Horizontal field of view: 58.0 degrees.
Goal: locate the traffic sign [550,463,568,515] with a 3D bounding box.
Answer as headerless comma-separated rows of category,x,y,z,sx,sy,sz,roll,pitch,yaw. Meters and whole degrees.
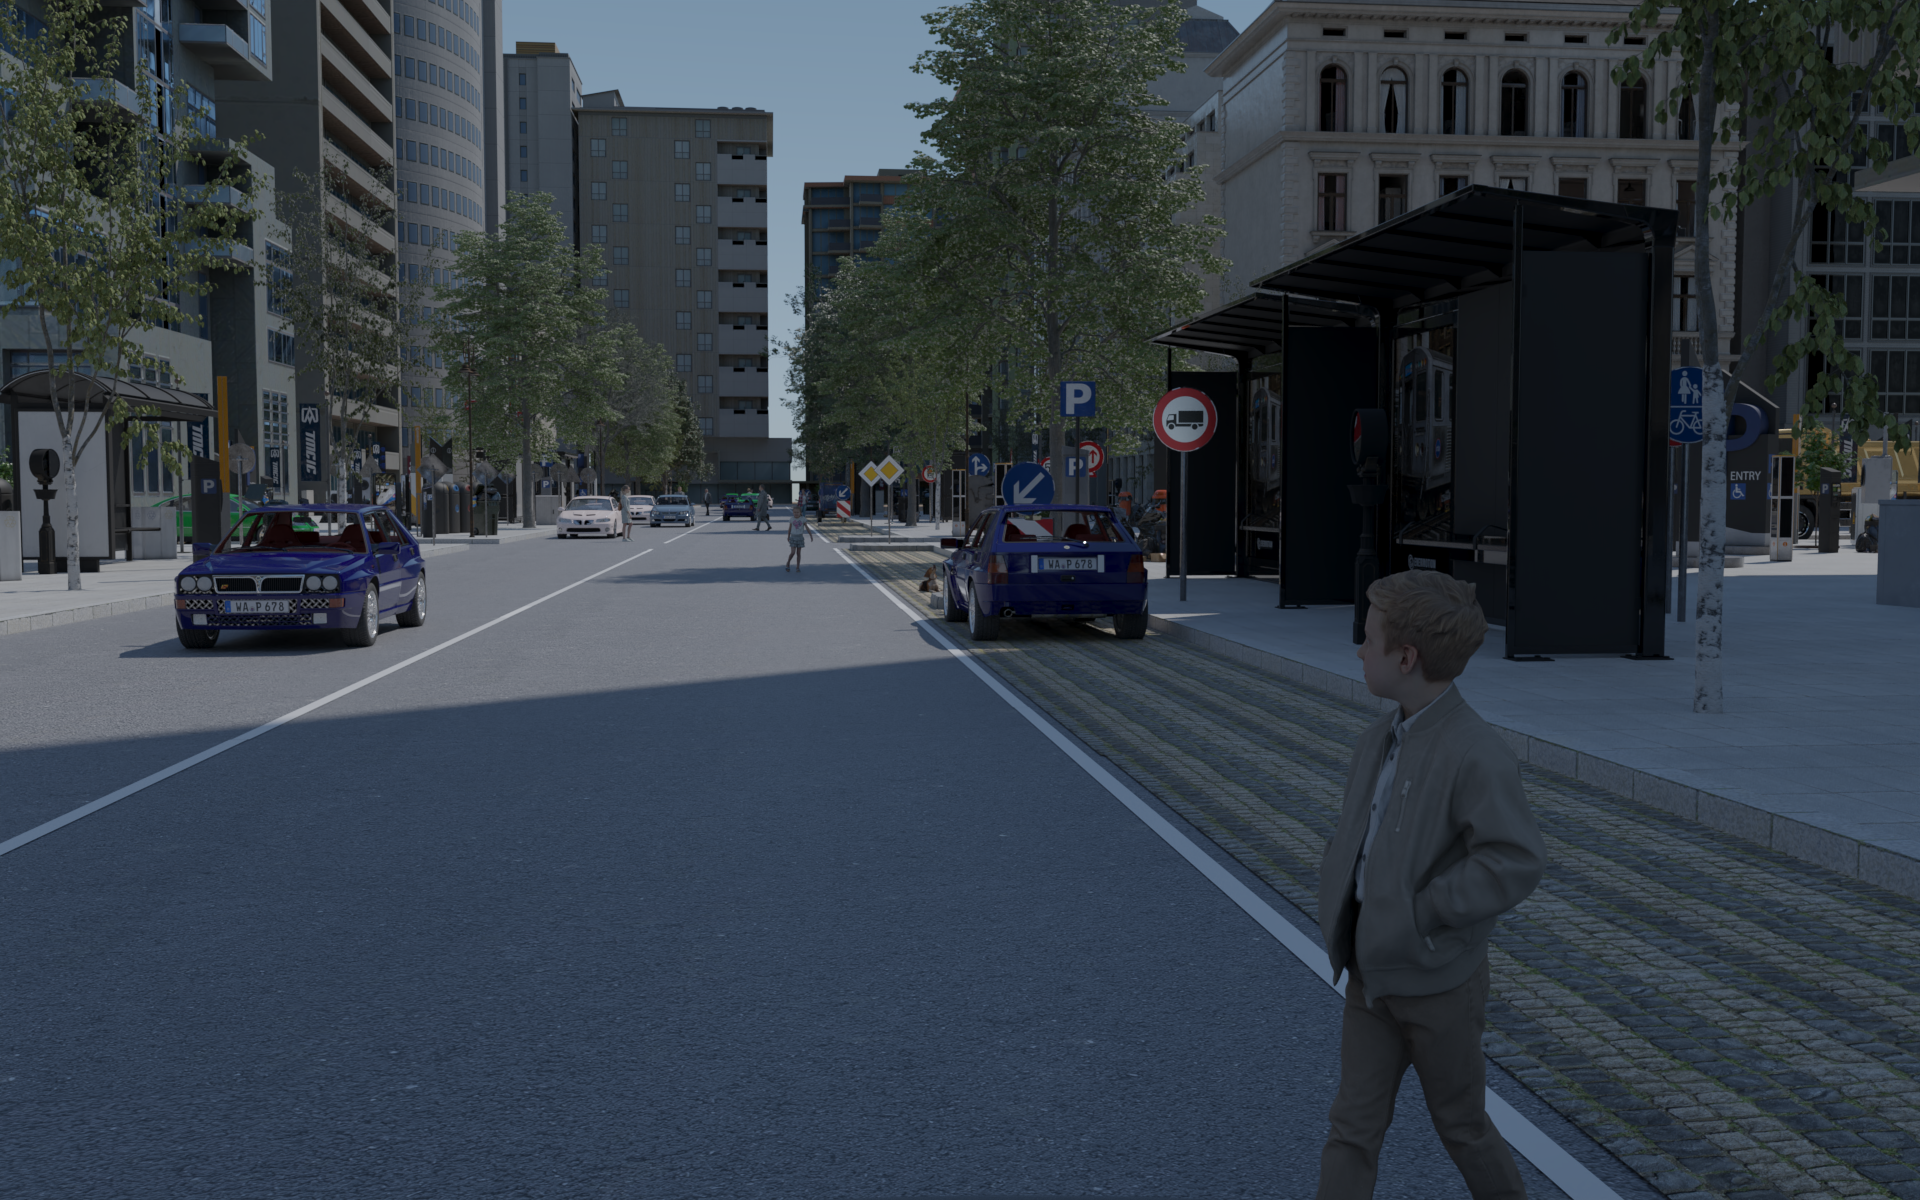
traffic sign,-16.414,-4.332,70.935,0.768,2.556,0.104,0,4,3

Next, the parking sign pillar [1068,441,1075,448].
parking sign pillar,5.702,-6.027,87.012,1.447,3.967,1.447,-2,4,-28

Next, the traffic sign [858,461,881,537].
traffic sign,-2.672,-2.969,52.185,0.795,2.450,0.064,0,4,-6

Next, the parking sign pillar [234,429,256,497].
parking sign pillar,-29.673,-5.107,71.978,1.447,3.967,1.447,0,4,-4

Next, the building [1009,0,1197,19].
building,10.670,-27.912,139.954,14.154,41.232,14.086,0,4,-6

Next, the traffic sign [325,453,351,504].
traffic sign,-18.660,-3.173,51.988,0.768,2.556,0.104,0,4,0

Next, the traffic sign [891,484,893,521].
traffic sign,-3.198,-4.996,81.783,0.768,2.556,0.104,0,4,1

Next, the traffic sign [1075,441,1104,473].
traffic sign,3.063,-2.534,41.538,0.768,2.556,0.104,0,4,-3

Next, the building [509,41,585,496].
building,-64.160,-41.985,228.458,28.212,58.520,21.231,0,4,-6

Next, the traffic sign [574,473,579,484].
traffic sign,-19.894,-5.550,90.749,0.884,2.594,0.081,0,4,3

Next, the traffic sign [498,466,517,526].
traffic sign,-18.354,-4.223,70.235,0.795,2.450,0.064,0,4,-5

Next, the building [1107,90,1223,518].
building,14.441,-14.450,91.003,10.420,20.320,16.860,0,4,-6

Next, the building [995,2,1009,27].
building,16.135,-48.843,236.829,20.611,71.187,20.563,0,4,-6

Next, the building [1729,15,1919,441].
building,46.221,-15.819,77.706,30.058,24.678,14.314,0,4,-6

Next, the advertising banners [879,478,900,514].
advertising banners,-4.379,-6.948,109.789,2.074,3.025,0.090,-3,5,-40

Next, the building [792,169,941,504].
building,-8.573,-35.559,236.009,28.867,44.769,22.147,0,4,-6

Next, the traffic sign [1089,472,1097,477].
traffic sign,3.847,-3.325,54.373,0.884,2.594,0.081,0,4,-5

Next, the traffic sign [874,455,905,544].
traffic sign,-1.808,-2.483,44.246,0.795,2.450,0.064,0,4,-6

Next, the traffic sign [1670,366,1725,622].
traffic sign,7.252,-1.054,17.334,0.768,2.556,0.104,0,4,-1

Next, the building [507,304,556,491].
building,-56.308,-19.928,170.869,28.899,21.520,27.650,0,4,-6

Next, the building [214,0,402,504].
building,-48.857,-29.714,109.525,21.300,48.544,21.600,0,4,-6

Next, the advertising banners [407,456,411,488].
advertising banners,-25.636,-5.061,78.940,2.074,3.025,0.090,1,4,13

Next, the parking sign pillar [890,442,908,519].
parking sign pillar,-2.873,-6.162,89.225,1.447,3.967,1.447,0,4,-2

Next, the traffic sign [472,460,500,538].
traffic sign,-13.952,-2.895,50.982,0.795,2.450,0.064,0,4,-6

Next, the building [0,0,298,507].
building,-43.178,-46.598,74.544,22.319,86.520,31.000,0,4,-6

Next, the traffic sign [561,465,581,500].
traffic sign,-17.258,-4.704,76.908,0.884,2.594,0.081,0,4,0

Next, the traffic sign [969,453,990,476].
traffic sign,0.564,-3.315,54.309,0.768,2.556,0.104,0,4,3

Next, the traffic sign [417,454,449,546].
traffic sign,-13.088,-2.410,43.043,0.795,2.450,0.064,0,4,-6

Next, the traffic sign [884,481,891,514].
traffic sign,-4.342,-6.576,107.628,0.768,2.556,0.104,0,4,3

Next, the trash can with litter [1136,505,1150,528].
trash can with litter,6.948,-3.140,62.721,1.055,1.170,0.624,-2,4,-27

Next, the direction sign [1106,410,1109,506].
direction sign,3.786,-3.206,44.423,0.379,3.537,0.876,0,4,8

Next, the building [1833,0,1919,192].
building,30.399,-26.263,18.647,28.713,52.752,27.495,0,4,-6

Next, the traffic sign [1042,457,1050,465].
traffic sign,3.092,-3.604,59.029,0.768,2.556,0.104,0,4,3

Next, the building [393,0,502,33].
building,-48.681,-36.345,136.237,21.231,58.520,28.212,0,4,-6

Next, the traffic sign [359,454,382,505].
traffic sign,-18.949,-3.408,55.722,0.884,2.594,0.081,0,3,0

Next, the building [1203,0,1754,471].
building,21.314,-14.940,73.143,19.941,23.489,11.050,0,4,-6

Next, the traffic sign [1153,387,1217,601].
traffic sign,2.678,-1.260,20.699,0.768,2.556,0.104,0,4,2

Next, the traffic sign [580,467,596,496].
traffic sign,-17.739,-5.050,82.673,0.768,2.556,0.104,0,4,-4

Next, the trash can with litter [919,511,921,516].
trash can with litter,-2.103,-6.342,114.745,2.233,1.210,1.678,-1,4,-18

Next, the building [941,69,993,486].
building,10.804,-31.884,175.927,22.147,44.769,28.867,0,4,-6

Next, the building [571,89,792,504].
building,-36.843,-39.500,235.065,27.495,52.752,28.713,0,4,-6

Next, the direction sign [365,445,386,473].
direction sign,-26.870,-5.364,79.704,0.876,3.537,0.379,-1,4,-20

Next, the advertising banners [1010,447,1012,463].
advertising banners,2.005,-4.168,64.342,0.090,3.025,2.074,0,4,-5

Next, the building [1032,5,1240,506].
building,12.455,-20.602,114.335,11.434,29.767,29.804,0,4,-6

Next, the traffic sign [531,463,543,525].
traffic sign,-17.734,-4.401,72.063,0.768,2.556,0.104,0,4,-6

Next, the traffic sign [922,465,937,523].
traffic sign,-1.306,-4.668,76.425,0.768,2.556,0.104,0,4,-1

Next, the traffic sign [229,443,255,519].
traffic sign,-18.052,-2.650,43.436,0.768,2.556,0.104,0,4,-1

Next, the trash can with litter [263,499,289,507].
trash can with litter,-14.477,-1.541,36.586,0.624,1.170,1.055,0,4,-5

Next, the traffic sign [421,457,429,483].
traffic sign,-18.091,-3.595,58.892,0.768,2.556,0.104,0,4,-1

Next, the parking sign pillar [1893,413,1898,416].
parking sign pillar,31.500,-4.273,58.328,1.447,3.967,1.447,1,4,20

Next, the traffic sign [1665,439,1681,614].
traffic sign,7.605,-1.128,18.548,0.768,2.556,0.104,0,4,-5
